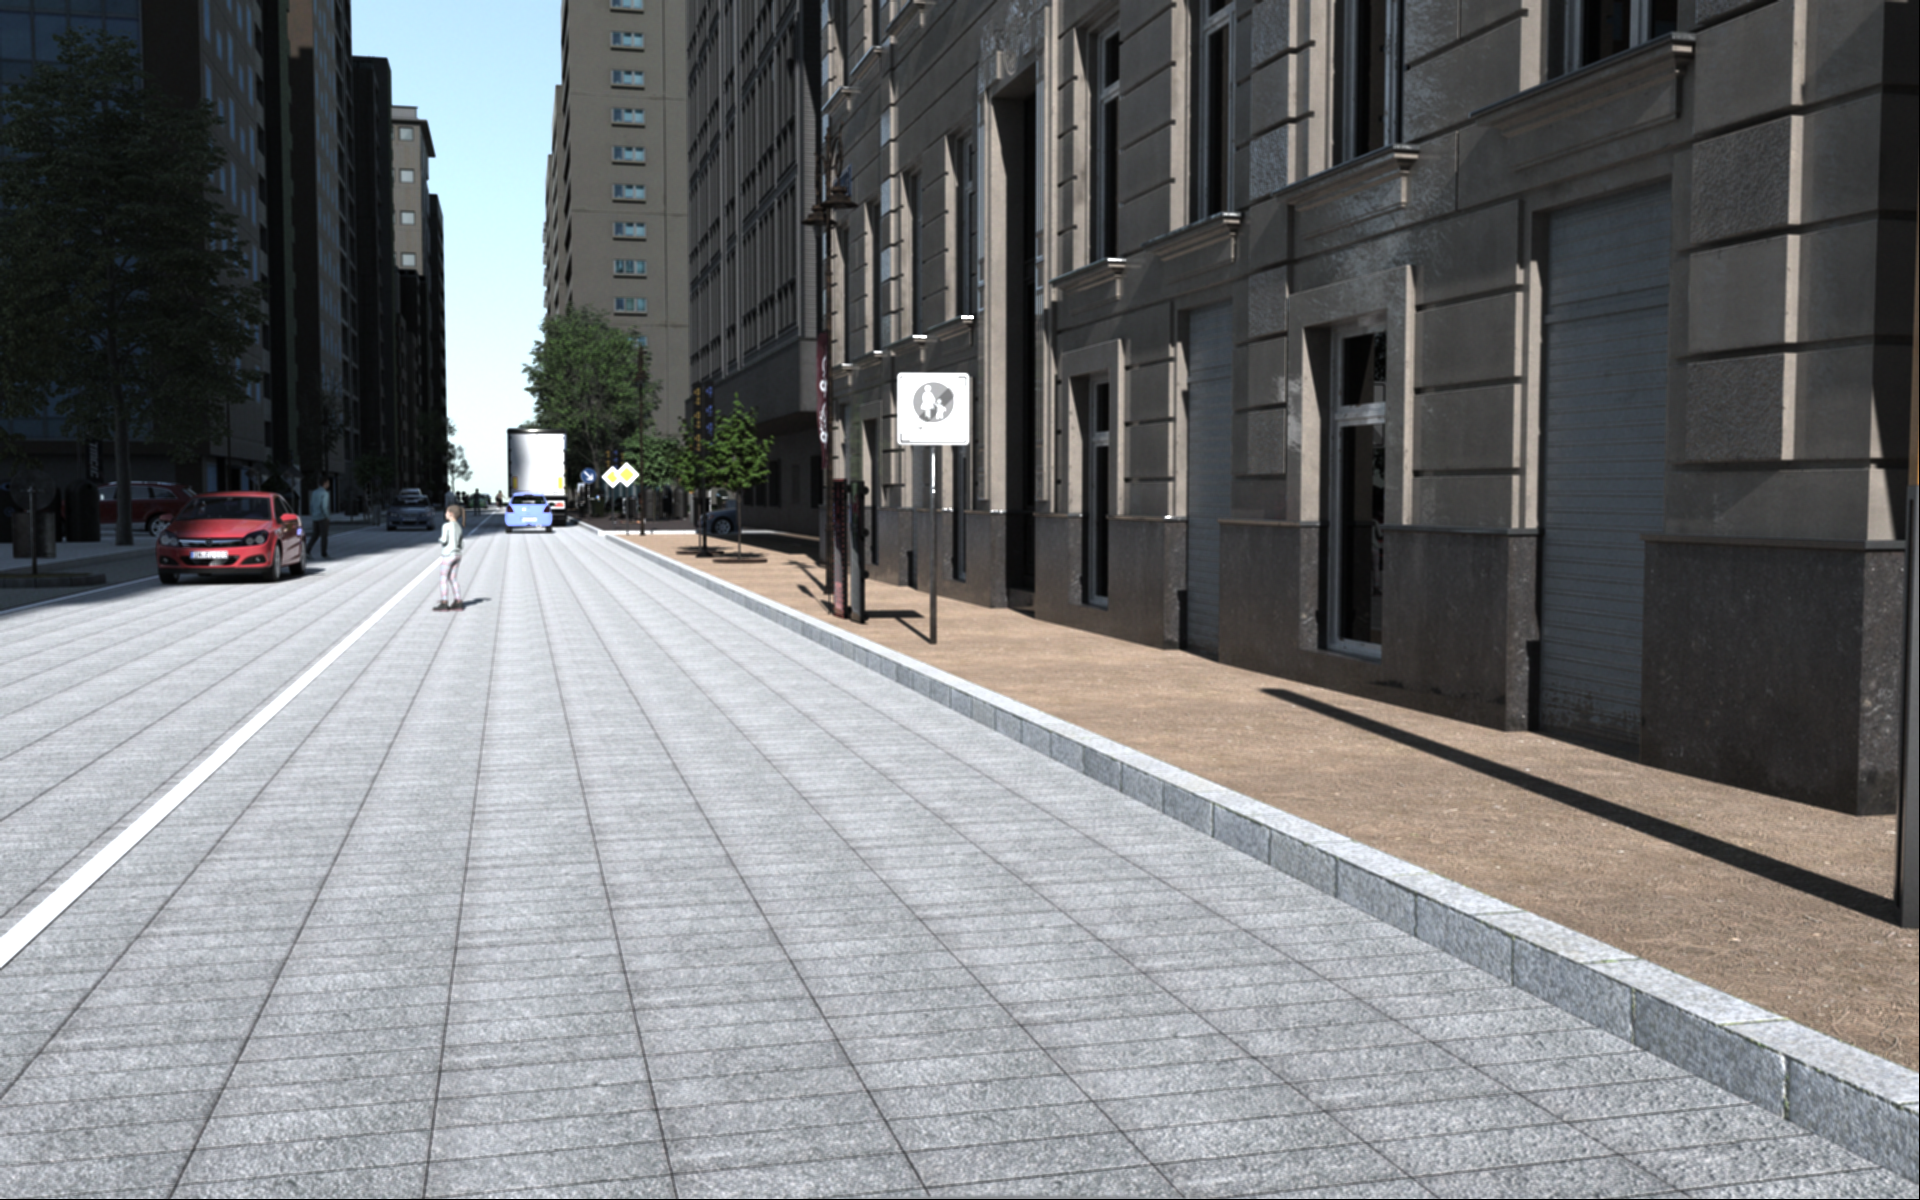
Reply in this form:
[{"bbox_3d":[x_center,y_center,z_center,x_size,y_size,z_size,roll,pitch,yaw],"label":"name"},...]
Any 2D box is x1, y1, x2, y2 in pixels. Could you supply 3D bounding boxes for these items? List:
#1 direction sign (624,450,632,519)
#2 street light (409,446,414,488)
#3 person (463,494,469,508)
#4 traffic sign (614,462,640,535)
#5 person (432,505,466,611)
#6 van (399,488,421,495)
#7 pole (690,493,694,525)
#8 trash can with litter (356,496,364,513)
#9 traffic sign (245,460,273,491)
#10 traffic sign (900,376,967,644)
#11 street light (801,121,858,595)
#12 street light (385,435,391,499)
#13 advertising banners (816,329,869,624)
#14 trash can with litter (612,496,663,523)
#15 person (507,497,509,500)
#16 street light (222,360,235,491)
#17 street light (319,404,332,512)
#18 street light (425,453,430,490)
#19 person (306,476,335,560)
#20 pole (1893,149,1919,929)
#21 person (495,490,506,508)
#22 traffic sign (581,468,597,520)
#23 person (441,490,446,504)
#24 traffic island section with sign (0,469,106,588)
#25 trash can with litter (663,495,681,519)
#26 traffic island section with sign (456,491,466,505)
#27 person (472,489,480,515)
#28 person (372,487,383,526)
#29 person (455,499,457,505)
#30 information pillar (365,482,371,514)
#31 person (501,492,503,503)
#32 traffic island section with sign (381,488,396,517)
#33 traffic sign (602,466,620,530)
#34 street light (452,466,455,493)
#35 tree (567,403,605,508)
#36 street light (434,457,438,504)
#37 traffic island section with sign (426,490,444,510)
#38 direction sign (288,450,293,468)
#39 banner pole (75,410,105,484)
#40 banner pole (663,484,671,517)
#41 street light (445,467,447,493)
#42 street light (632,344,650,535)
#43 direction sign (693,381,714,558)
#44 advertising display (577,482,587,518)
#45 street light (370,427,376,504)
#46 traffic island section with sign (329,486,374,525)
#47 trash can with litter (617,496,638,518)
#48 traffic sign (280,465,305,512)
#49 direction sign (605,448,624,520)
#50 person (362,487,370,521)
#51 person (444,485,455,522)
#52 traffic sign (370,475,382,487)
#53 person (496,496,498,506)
[{"bbox_3d":[-17.326,-5.991,89.944,0.876,3.537,0.379,2,4,34],"label":"direction sign"},{"bbox_3d":[-51.857,-11.699,164.061,0.468,5.910,1.993,-1,4,-14],"label":"street light"},{"bbox_3d":[-49.386,-9.883,173.313,0.697,1.427,0.421,3,4,39],"label":"person"},{"bbox_3d":[-10.406,-3.087,54.120,0.795,2.450,0.064,-1,4,-14],"label":"traffic sign"},{"bbox_3d":[-6.276,-0.518,21.250,0.394,1.301,0.425,0,4,3],"label":"person"},{"bbox_3d":[-38.814,-7.048,122.238,2.013,2.044,4.112,-1,4,-15],"label":"van"},{"bbox_3d":[-11.233,-4.809,72.468,0.158,3.312,0.155,0,3,0],"label":"pole"},{"bbox_3d":[-40.591,-6.484,117.405,0.624,1.170,1.055,-1,4,-9],"label":"trash can with litter"},{"bbox_3d":[-20.818,-2.925,51.474,0.795,2.450,0.064,-1,4,-14],"label":"traffic sign"},{"bbox_3d":[-0.229,-0.771,14.743,0.606,2.300,0.079,0,4,-5],"label":"traffic sign"},{"bbox_3d":[-1.661,-3.010,21.994,0.468,5.910,1.993,-1,4,-14],"label":"street light"},{"bbox_3d":[-43.960,-9.819,133.335,0.468,5.910,1.993,-1,4,-14],"label":"street light"},{"bbox_3d":[-1.236,-1.328,17.897,0.090,3.025,2.074,-1,4,-17],"label":"advertising banners"},{"bbox_3d":[-14.500,-3.989,76.272,1.678,1.210,2.233,-3,5,-41],"label":"trash can with litter"},{"bbox_3d":[-40.814,-9.143,157.979,0.705,1.826,1.348,1,4,23],"label":"person"},{"bbox_3d":[-24.882,-5.270,58.950,0.468,5.910,1.993,-1,4,-14],"label":"street light"},{"bbox_3d":[-32.569,-7.111,89.045,0.468,5.910,1.993,-1,4,-14],"label":"street light"},{"bbox_3d":[-59.802,-13.573,194.703,0.468,5.910,1.993,-1,4,-14],"label":"street light"},{"bbox_3d":[-14.047,-1.796,37.887,0.660,1.820,0.620,2,4,33],"label":"person"},{"bbox_3d":[2.882,-0.686,5.064,0.158,3.312,0.155,0,3,0],"label":"pole"},{"bbox_3d":[-46.749,-10.252,176.129,1.348,1.823,0.705,2,4,24],"label":"person"},{"bbox_3d":[-18.069,-5.150,84.313,0.768,2.556,0.104,-1,4,-13],"label":"traffic sign"},{"bbox_3d":[-41.383,-7.967,139.475,1.217,1.735,0.721,3,4,37],"label":"person"},{"bbox_3d":[-14.565,-1.128,27.070,1.989,1.847,2.006,-1,4,-14],"label":"traffic island section with sign"},{"bbox_3d":[-14.761,-4.698,87.866,2.233,1.210,1.678,3,5,44],"label":"trash can with litter"},{"bbox_3d":[-74.889,-15.476,261.653,1.989,1.847,2.006,-1,4,-14],"label":"traffic island section with sign"},{"bbox_3d":[-32.344,-6.554,115.833,0.511,1.800,0.466,0,4,-6],"label":"person"},{"bbox_3d":[-26.274,-4.220,78.041,0.362,1.759,0.519,3,5,40],"label":"person"},{"bbox_3d":[-23.109,-4.147,78.902,0.503,1.515,0.523,-3,5,-41],"label":"person"},{"bbox_3d":[-37.470,-6.432,109.662,0.304,2.012,0.304,-2,4,-28],"label":"information pillar"},{"bbox_3d":[-53.563,-11.787,202.153,0.436,1.711,0.756,-1,4,-21],"label":"person"},{"bbox_3d":[-35.270,-6.051,107.555,1.989,1.847,2.006,-1,4,-14],"label":"traffic island section with sign"},{"bbox_3d":[-12.395,-3.560,61.855,0.795,2.450,0.064,-1,4,-14],"label":"traffic sign"},{"bbox_3d":[-80.081,-18.416,273.880,0.468,5.910,1.993,-1,4,-14],"label":"street light"},{"bbox_3d":[-29.845,-11.348,135.903,4.360,8.622,3.978,0,3,0],"label":"tree"},{"bbox_3d":[-64.638,-14.726,213.550,0.468,5.910,1.993,-1,4,-14],"label":"street light"},{"bbox_3d":[-47.736,-9.017,156.061,1.989,1.847,2.006,-1,4,-14],"label":"traffic island section with sign"},{"bbox_3d":[-34.204,-5.907,88.570,0.379,3.537,0.876,0,4,-8],"label":"direction sign"},{"bbox_3d":[-25.289,-3.684,50.254,0.863,3.779,0.401,-2,4,-31],"label":"banner pole"},{"bbox_3d":[-15.547,-6.217,91.670,0.401,3.779,0.863,2,4,25],"label":"banner pole"},{"bbox_3d":[-72.326,-16.576,243.803,0.468,5.910,1.993,-1,4,-14],"label":"street light"},{"bbox_3d":[-9.861,-4.943,53.601,0.468,5.910,1.993,-1,4,-14],"label":"street light"},{"bbox_3d":[-5.173,-2.631,35.008,0.379,3.537,0.876,-2,4,-35],"label":"direction sign"},{"bbox_3d":[-20.122,-5.322,92.236,0.123,1.923,0.974,-3,4,-38],"label":"advertising display"},{"bbox_3d":[-40.348,-8.950,119.117,0.468,5.910,1.993,-1,4,-14],"label":"street light"},{"bbox_3d":[-28.476,-4.437,81.178,1.989,1.847,2.006,-1,4,-14],"label":"traffic island section with sign"},{"bbox_3d":[-17.588,-4.901,91.521,0.624,1.170,1.055,2,4,35],"label":"trash can with litter"},{"bbox_3d":[-22.807,-3.399,59.209,0.795,2.450,0.064,-1,4,-14],"label":"traffic sign"},{"bbox_3d":[-17.223,-5.732,85.721,0.876,3.537,0.379,2,4,34],"label":"direction sign"},{"bbox_3d":[-29.019,-4.642,84.736,0.374,1.781,0.599,-3,4,-39],"label":"person"},{"bbox_3d":[-20.896,-3.808,70.981,0.478,1.798,0.641,-2,4,-32],"label":"person"},{"bbox_3d":[-39.484,-7.161,117.183,0.768,2.556,0.104,-1,4,-13],"label":"traffic sign"},{"bbox_3d":[-52.838,-11.386,197.886,0.421,1.427,0.697,0,4,0],"label":"person"}]
